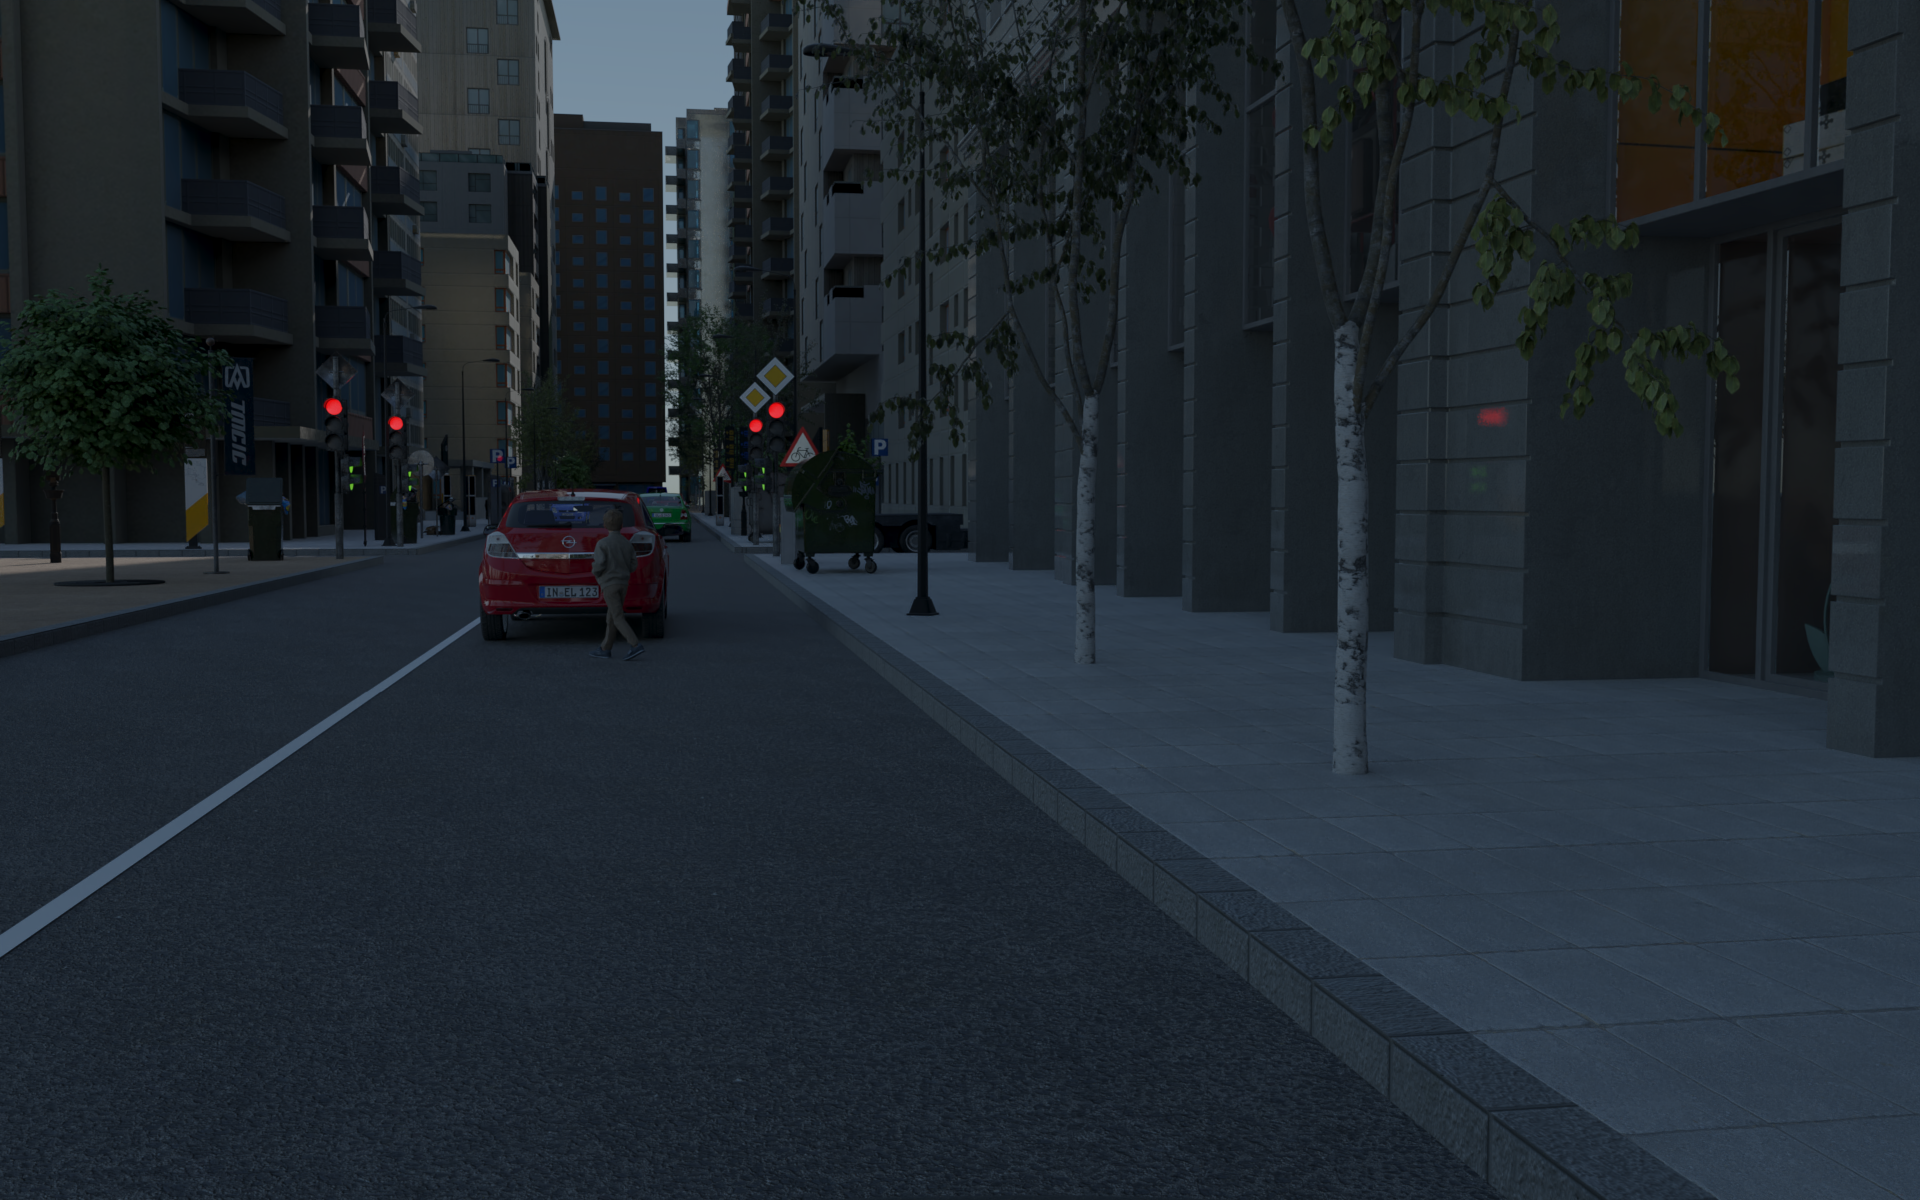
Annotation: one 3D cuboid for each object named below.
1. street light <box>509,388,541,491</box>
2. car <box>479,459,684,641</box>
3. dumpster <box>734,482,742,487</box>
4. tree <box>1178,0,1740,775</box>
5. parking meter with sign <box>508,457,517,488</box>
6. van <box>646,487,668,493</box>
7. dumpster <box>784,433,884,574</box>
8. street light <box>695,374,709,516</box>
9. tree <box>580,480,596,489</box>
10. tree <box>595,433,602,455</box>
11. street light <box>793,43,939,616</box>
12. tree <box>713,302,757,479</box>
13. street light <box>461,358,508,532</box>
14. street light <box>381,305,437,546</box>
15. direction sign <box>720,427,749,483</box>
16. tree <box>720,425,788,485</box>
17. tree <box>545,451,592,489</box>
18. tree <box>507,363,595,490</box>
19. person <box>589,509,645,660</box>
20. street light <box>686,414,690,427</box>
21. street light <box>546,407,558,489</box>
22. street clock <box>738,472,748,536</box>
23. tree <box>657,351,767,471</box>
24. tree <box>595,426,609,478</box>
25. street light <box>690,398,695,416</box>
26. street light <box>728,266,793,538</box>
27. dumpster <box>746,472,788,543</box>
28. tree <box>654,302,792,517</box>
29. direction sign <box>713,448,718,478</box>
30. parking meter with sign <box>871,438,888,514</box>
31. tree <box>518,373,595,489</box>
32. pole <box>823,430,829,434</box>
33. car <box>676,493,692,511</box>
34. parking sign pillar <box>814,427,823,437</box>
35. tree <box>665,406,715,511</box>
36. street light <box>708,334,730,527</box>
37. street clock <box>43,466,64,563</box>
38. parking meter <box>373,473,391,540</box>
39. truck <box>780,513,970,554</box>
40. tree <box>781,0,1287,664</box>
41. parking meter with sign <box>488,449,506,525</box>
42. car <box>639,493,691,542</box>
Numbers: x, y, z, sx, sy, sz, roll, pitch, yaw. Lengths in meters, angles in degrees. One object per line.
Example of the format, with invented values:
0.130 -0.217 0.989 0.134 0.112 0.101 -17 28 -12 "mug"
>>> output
-19.319 -6.322 75.913 1.470 5.913 1.316 -1 4 -10 "street light"
-4.043 -0.580 18.528 2.155 1.783 4.494 -1 4 -9 "car"
-6.738 -3.102 56.472 1.264 1.857 1.865 -1 4 -10 "dumpster"
1.831 -3.494 7.493 4.737 8.622 4.395 0 3 0 "tree"
-20.848 -5.108 79.769 0.543 3.016 1.738 0 4 -3 "parking meter with sign"
-25.722 -8.718 146.931 2.240 2.365 5.245 -1 4 -11 "van"
-2.092 -1.594 28.556 1.502 2.255 1.985 -1 4 -10 "dumpster"
-9.395 -5.793 67.256 1.470 5.913 1.316 -1 4 -10 "street light"
-39.760 -11.710 186.064 1.663 3.219 1.824 0 3 0 "tree"
-30.556 -11.380 136.430 4.737 8.622 4.395 0 3 0 "tree"
-0.929 -2.787 18.113 1.470 5.913 1.316 -1 4 -10 "street light"
-7.202 -6.913 63.390 4.360 8.622 3.978 0 3 0 "tree"
-16.448 -5.310 59.364 1.470 5.913 1.316 -1 4 -10 "street light"
-13.523 -4.282 42.556 1.470 5.913 1.316 -1 4 -10 "street light"
-7.530 -4.072 58.571 0.876 3.537 0.379 -2 4 -31 "direction sign"
-9.167 -5.707 77.017 4.285 4.588 4.351 0 3 0 "tree"
-28.282 -8.632 124.846 4.285 4.588 4.351 0 3 0 "tree"
-23.675 -9.045 98.250 4.737 8.622 4.395 0 3 0 "tree"
-2.993 -0.135 14.972 0.640 1.303 0.475 2 4 25 "person"
-15.100 -7.848 100.848 1.470 5.913 1.316 -1 4 -10 "street light"
-22.145 -7.334 92.458 1.470 5.913 1.316 -1 4 -10 "street light"
-6.649 -2.979 53.270 0.358 2.002 0.471 0 4 -7 "street clock"
-15.550 -10.736 109.939 7.601 10.594 8.767 0 4 4 "tree"
-37.308 -13.645 173.459 4.360 8.622 3.978 0 3 0 "tree"
-12.180 -6.805 83.808 1.470 5.913 1.316 -1 4 -10 "street light"
-3.918 -3.852 35.528 1.470 5.913 1.316 -1 4 -10 "street light"
-5.012 -2.465 46.063 1.264 1.857 1.865 -1 4 -10 "dumpster"
-13.064 -10.376 95.401 9.928 11.665 9.643 0 3 0 "tree"
-11.953 -5.756 86.111 0.379 3.537 0.876 2 4 34 "direction sign"
-2.827 -3.599 55.111 0.543 3.016 1.738 -1 4 -22 "parking meter with sign"
-24.718 -9.436 104.642 4.360 8.622 3.978 0 3 0 "tree"
-4.240 -3.738 54.956 0.158 3.312 0.155 0 3 0 "pole"
-14.558 -4.762 86.893 2.155 1.783 4.494 0 4 -8 "car"
-5.758 -5.007 70.337 1.447 3.967 1.447 -2 4 -27 "parking sign pillar"
-20.042 -11.098 131.813 4.737 8.622 4.395 0 3 0 "tree"
-6.497 -4.773 50.577 1.470 5.913 1.316 -1 4 -10 "street light"
-16.876 -1.694 32.270 0.358 2.002 0.471 -2 4 -26 "street clock"
-16.034 -2.591 48.067 0.399 1.863 0.255 -3 5 -43 "parking meter"
5.217 -3.105 40.529 18.799 4.110 2.967 -1 4 -9 "truck"
0.862 -3.838 13.112 4.360 8.622 3.978 0 3 0 "tree"
-18.157 -4.368 67.672 0.543 3.016 1.738 -1 4 -21 "parking meter with sign"
-9.174 -2.696 52.879 1.959 1.807 4.718 -1 4 -11 "car"
